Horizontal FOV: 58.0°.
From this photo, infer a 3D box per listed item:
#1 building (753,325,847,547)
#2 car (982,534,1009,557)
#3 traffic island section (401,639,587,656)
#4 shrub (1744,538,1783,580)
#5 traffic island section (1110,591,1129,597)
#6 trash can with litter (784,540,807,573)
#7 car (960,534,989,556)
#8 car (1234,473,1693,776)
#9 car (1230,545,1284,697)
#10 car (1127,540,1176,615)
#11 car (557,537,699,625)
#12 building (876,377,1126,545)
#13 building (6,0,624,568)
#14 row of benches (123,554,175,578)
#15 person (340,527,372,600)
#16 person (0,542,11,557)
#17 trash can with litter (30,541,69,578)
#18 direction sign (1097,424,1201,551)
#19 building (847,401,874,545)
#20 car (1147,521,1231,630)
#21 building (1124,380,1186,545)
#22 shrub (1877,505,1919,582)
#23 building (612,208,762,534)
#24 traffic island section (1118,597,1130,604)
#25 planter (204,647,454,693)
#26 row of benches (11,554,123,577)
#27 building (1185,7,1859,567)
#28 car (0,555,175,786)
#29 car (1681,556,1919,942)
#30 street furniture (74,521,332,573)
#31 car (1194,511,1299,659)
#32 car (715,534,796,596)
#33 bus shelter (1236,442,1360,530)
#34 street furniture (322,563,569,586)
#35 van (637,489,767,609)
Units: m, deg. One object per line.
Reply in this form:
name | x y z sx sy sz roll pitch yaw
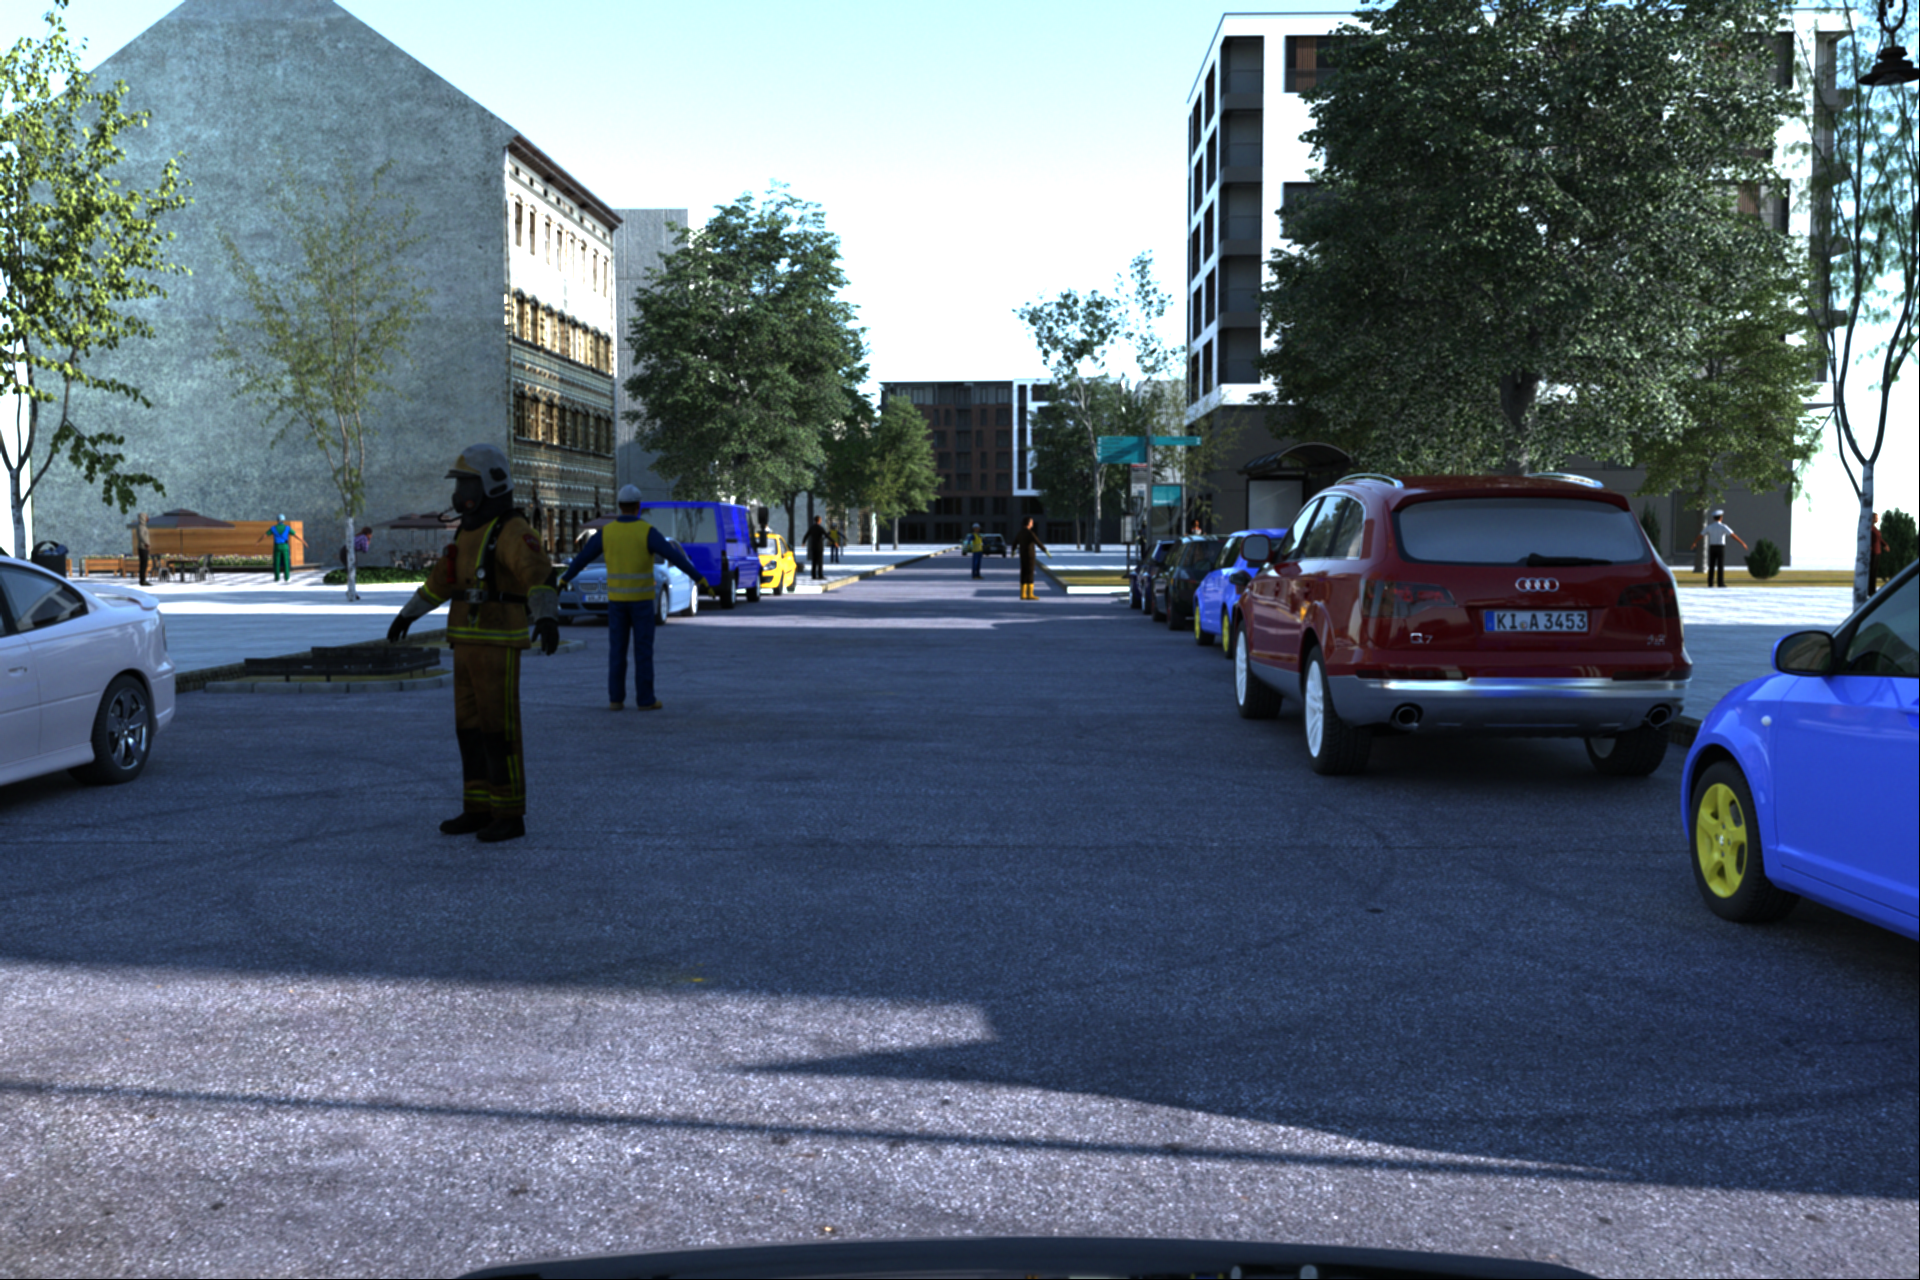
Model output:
building | -21.678 -21.064 175.319 19.493 23.208 18.063 0 4 2
car | 2.017 -5.970 107.403 2.009 1.686 4.222 0 4 1
traffic island section | -5.694 0.096 21.293 1.991 0.108 1.994 0 4 2
shrub | 22.688 -2.311 48.896 1.383 1.207 1.383 0 3 0
traffic island section | 4.461 -1.039 39.853 1.991 0.108 1.994 0 4 2
trash can with litter | -5.622 -2.835 57.740 1.055 1.170 0.624 0 4 2
car | 1.076 -6.326 115.220 2.131 1.459 4.920 0 4 2
car | 3.148 -0.193 11.826 2.281 1.827 5.304 0 4 1
car | 3.662 -0.418 16.626 2.009 1.686 4.222 0 4 2
car | 4.126 -1.198 32.175 1.945 1.354 3.894 0 4 0
car | -5.473 -1.024 28.741 2.014 1.417 4.499 0 4 1
building | 6.262 -24.004 238.898 32.646 21.610 27.936 0 4 6
building | -26.068 -14.897 74.496 19.493 23.208 18.063 0 4 1
row of benches | -24.396 -2.246 52.181 1.422 0.672 4.104 -1 4 -13
person | -11.799 -1.504 33.871 0.421 1.427 0.697 2 4 35
person | -13.063 -0.876 23.531 0.599 1.438 0.989 0 4 3
trash can with litter | -8.804 -0.385 17.358 1.678 1.210 2.233 0 4 1
direction sign | 4.600 -3.235 41.659 2.525 3.948 1.411 0 4 0
building | -20.518 -22.988 206.790 19.493 23.208 18.063 0 4 2
car | 3.981 -1.062 27.152 2.009 1.686 4.222 0 4 1
building | 29.141 -20.807 206.649 16.747 18.905 31.486 0 4 1
shrub | 25.185 -2.607 46.671 1.661 2.075 1.752 0 3 0
building | -22.927 -14.903 110.117 16.747 18.905 31.486 0 4 1
traffic island section | 4.313 -0.815 36.191 1.991 0.108 1.994 0 4 2
planter | -5.822 0.278 16.601 1.991 0.319 1.994 0 4 1
row of benches | -26.996 -2.205 51.519 4.104 0.672 1.422 -3 5 -43
building | 24.721 -14.694 84.220 27.936 21.610 32.646 0 4 2
car | -5.734 0.227 8.654 2.083 1.381 4.827 0 4 1
car | 3.649 0.261 5.319 1.945 1.707 3.694 0 3 0
street furniture | -26.827 -3.209 59.326 9.812 1.723 11.010 -1 4 -9
car | 3.877 -0.709 21.187 1.945 1.707 3.694 0 3 0
car | -4.957 -1.917 41.571 2.015 1.641 3.980 0 4 1
bus shelter | 7.873 -2.873 40.902 2.014 3.302 5.546 0 4 2
street furniture | -11.507 -1.877 46.314 10.072 0.657 5.734 -1 4 -9
van | -5.212 -1.863 34.840 2.240 2.365 5.245 0 4 1
